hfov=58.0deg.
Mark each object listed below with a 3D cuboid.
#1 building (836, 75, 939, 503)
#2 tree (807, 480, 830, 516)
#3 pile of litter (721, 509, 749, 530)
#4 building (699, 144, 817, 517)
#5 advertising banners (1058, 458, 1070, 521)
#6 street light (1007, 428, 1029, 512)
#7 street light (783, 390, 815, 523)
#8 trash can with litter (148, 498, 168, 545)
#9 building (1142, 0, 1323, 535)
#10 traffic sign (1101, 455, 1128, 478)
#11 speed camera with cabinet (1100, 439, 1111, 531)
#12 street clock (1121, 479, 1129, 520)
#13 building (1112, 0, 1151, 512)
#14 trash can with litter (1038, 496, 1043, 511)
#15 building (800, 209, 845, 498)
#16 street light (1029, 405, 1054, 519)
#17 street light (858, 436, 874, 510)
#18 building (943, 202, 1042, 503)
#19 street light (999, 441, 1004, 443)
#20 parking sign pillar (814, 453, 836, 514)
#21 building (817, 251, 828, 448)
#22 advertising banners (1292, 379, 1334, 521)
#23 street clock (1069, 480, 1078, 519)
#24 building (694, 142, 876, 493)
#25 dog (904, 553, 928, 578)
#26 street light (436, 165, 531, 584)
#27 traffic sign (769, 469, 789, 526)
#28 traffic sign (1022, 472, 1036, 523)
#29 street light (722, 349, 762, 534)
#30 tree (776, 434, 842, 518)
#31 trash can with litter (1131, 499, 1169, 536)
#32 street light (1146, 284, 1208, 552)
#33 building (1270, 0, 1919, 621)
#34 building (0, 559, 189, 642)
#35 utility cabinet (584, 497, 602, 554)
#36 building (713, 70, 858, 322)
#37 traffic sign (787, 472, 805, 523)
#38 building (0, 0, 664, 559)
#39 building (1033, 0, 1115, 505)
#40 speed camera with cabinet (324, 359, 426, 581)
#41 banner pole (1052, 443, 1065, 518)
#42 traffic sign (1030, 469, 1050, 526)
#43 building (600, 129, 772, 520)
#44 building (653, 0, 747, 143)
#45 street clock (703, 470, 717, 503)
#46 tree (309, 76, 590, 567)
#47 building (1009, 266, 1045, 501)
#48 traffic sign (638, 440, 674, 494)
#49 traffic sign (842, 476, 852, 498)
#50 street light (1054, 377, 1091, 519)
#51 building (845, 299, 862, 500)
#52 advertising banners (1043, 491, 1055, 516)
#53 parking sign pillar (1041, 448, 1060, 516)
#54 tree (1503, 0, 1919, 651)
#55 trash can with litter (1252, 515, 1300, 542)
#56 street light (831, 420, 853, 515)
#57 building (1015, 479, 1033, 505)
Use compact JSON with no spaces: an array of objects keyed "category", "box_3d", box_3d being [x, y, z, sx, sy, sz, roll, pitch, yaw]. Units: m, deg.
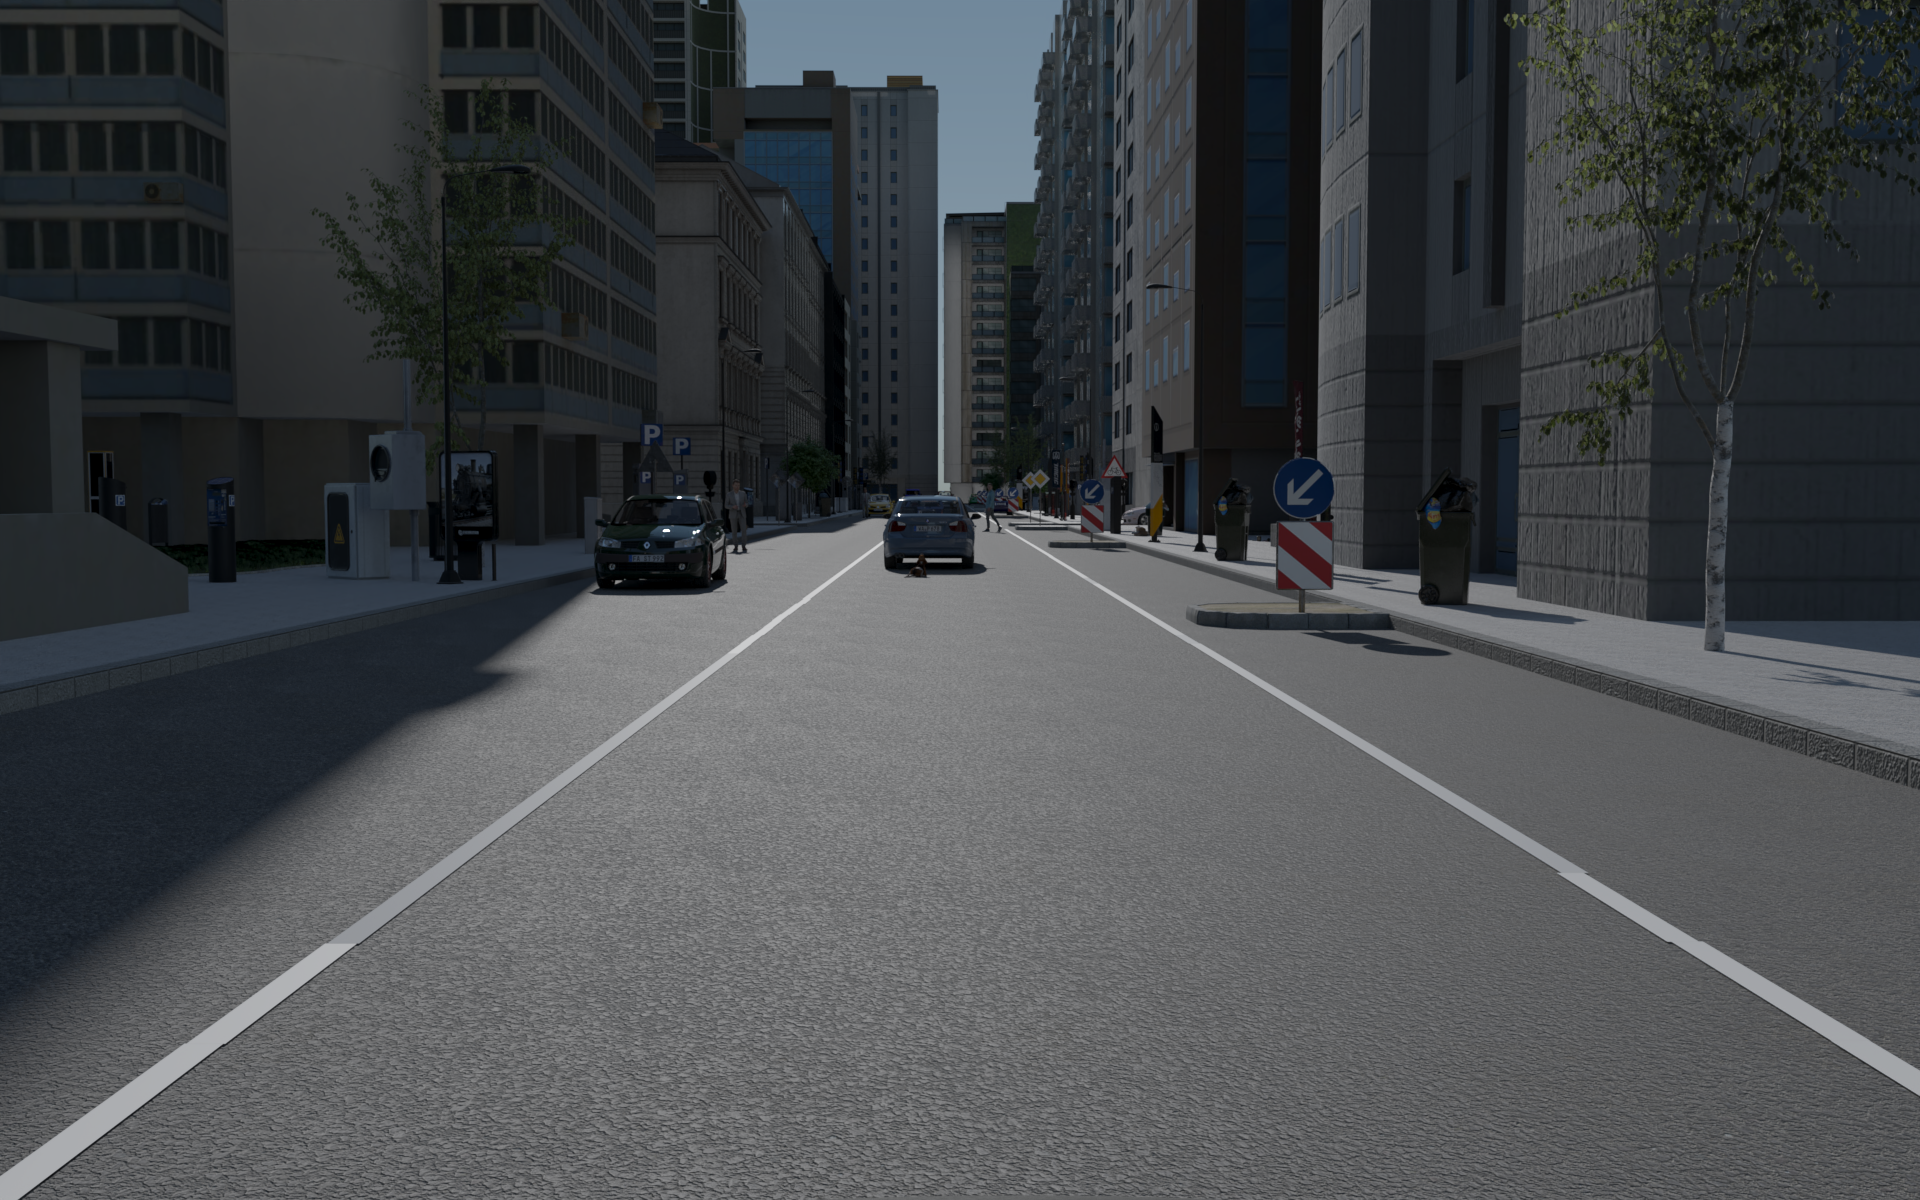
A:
[{"category":"building","box_3d":[-17.137,-43.126,247.105,28.212,58.520,21.231,0,4,0]},{"category":"tree","box_3d":[-8.173,-6.414,99.468,1.663,3.219,1.824,0,3,0]},{"category":"pile of litter","box_3d":[-8.191,-2.973,62.571,1.176,0.858,1.719,1,4,8]},{"category":"building","box_3d":[-14.607,-15.762,106.853,9.793,20.994,18.267,0,4,0]},{"category":"advertising banners","box_3d":[5.067,-5.341,83.517,0.090,3.025,2.074,1,4,16]},{"category":"street light","box_3d":[4.263,-9.115,121.574,1.470,5.913,1.316,0,4,0]},{"category":"street light","box_3d":[-7.170,-6.406,77.275,1.470,5.913,1.316,0,4,0]},{"category":"trash can with litter","box_3d":[-15.300,-1.390,33.788,1.678,1.210,2.233,1,4,9]},{"category":"building","box_3d":[14.042,-25.025,59.272,14.600,45.320,14.200,0,4,0]},{"category":"traffic sign","box_3d":[5.116,-3.515,57.478,0.884,2.594,0.081,0,4,0]},{"category":"speed camera with cabinet","box_3d":[5.275,-4.099,61.356,0.660,3.252,2.038,0,4,6]},{"category":"street clock","box_3d":[8.016,-4.916,84.941,0.471,2.002,0.358,1,4,19]},{"category":"building","box_3d":[19.084,-39.770,88.490,20.611,71.187,20.563,0,4,0]},{"category":"trash can with litter","box_3d":[6.362,-7.217,129.392,1.055,1.170,0.624,1,4,8]},{"category":"building","box_3d":[-16.106,-19.156,142.882,12.332,23.373,15.834,0,4,0]},{"category":"street light","box_3d":[4.506,-7.207,90.375,1.470,5.913,1.316,0,4,0]},{"category":"street light","box_3d":[-7.538,-10.159,138.648,1.470,5.913,1.316,0,4,0]},{"category":"building","box_3d":[4.591,-34.289,244.227,14.086,41.232,14.154,0,4,0]},{"category":"street light","box_3d":[4.137,-10.992,152.261,1.470,5.913,1.316,0,4,0]},{"category":"parking sign pillar","box_3d":[-8.724,-7.546,111.852,1.447,3.967,1.447,2,4,33]},{"category":"building","box_3d":[-15.012,-16.880,125.147,9.793,20.994,18.267,0,4,0]},{"category":"advertising banners","box_3d":[5.554,-1.903,27.303,0.090,3.025,2.074,2,4,29]},{"category":"street clock","box_3d":[5.698,-5.080,87.634,0.471,2.002,0.358,3,4,38]},{"category":"building","box_3d":[-25.328,-34.259,214.763,28.867,44.769,22.147,0,4,0]},{"category":"dog","box_3d":[-0.788,-0.602,30.043,0.748,0.427,0.550,-2,4,-34]},{"category":"street light","box_3d":[-6.750,-3.183,24.580,1.470,5.913,1.316,0,4,0]},{"category":"traffic sign","box_3d":[-7.239,-4.012,69.231,0.795,2.450,0.064,0,4,0]},{"category":"traffic sign","box_3d":[3.147,-4.503,77.270,0.795,2.450,0.064,0,4,0]},{"category":"street light","box_3d":[-7.051,-5.079,55.582,1.470,5.913,1.316,0,4,0]},{"category":"tree","box_3d":[-8.075,-6.611,91.808,4.285,4.588,4.351,0,3,0]},{"category":"trash can with litter","box_3d":[5.783,-2.529,52.739,1.055,1.170,0.624,-2,4,-31]},{"category":"street light","box_3d":[4.811,-4.027,38.388,1.470,5.913,1.316,0,4,0]},{"category":"building","box_3d":[17.318,-29.831,29.740,21.231,58.520,28.212,0,4,0]},{"category":"building","box_3d":[-24.427,-19.489,10.532,32.217,40.220,23.993,0,4,0]},{"category":"utility cabinet","box_3d":[-7.944,-1.615,37.572,0.306,1.237,1.020,0,4,-6]},{"category":"building","box_3d":[-18.317,-32.874,187.602,14.600,45.320,14.200,0,4,0]},{"category":"traffic sign","box_3d":[-7.297,-4.500,77.216,0.795,2.450,0.064,0,4,0]},{"category":"building","box_3d":[-21.717,-21.964,50.991,23.993,40.220,32.217,0,4,0]},{"category":"building","box_3d":[18.845,-33.832,172.755,23.786,49.044,30.456,0,4,0]},{"category":"speed camera with cabinet","box_3d":[-8.765,-1.929,25.875,2.038,3.252,0.660,3,5,43]},{"category":"banner pole","box_3d":[4.898,-5.849,85.650,0.863,3.779,0.401,2,4,29]},{"category":"traffic sign","box_3d":[3.205,-4.015,69.286,0.795,2.450,0.064,0,4,0]},{"category":"building","box_3d":[-15.757,-13.667,88.086,10.561,19.102,19.286,0,4,0]},{"category":"building","box_3d":[-41.544,-49.413,246.147,20.611,71.187,20.563,0,4,0]},{"category":"street clock","box_3d":[-7.680,-2.977,53.246,0.358,2.002,0.471,-3,4,-37]},{"category":"tree","box_3d":[-8.645,-4.876,30.092,4.737,8.622,4.395,0,3,0]},{"category":"building","box_3d":[13.182,-27.387,219.471,14.160,30.474,14.107,0,4,0]},{"category":"traffic sign","box_3d":[-7.352,-2.559,41.836,0.884,2.594,0.081,0,4,5]},{"category":"traffic sign","box_3d":[-8.070,-7.550,123.554,0.768,2.556,0.104,0,4,4]},{"category":"street light","box_3d":[4.649,-5.904,69.075,1.470,5.913,1.316,0,4,0]},{"category":"building","box_3d":[-24.044,-19.678,166.778,27.650,21.520,28.899,0,4,0]},{"category":"advertising banners","box_3d":[5.354,-6.351,100.031,0.090,3.025,2.074,2,4,32]},{"category":"parking sign pillar","box_3d":[5.537,-6.966,102.373,1.447,3.967,1.447,-1,4,-11]},{"category":"tree","box_3d":[6.320,-3.901,14.147,4.360,8.622,3.978,0,3,0]},{"category":"trash can with litter","box_3d":[8.752,-2.185,46.774,2.233,1.210,1.678,1,4,18]},{"category":"street light","box_3d":[-7.344,-8.283,107.961,1.470,5.913,1.316,0,4,0]},{"category":"building","box_3d":[22.715,-31.091,200.226,32.217,40.220,23.993,0,4,0]}]
